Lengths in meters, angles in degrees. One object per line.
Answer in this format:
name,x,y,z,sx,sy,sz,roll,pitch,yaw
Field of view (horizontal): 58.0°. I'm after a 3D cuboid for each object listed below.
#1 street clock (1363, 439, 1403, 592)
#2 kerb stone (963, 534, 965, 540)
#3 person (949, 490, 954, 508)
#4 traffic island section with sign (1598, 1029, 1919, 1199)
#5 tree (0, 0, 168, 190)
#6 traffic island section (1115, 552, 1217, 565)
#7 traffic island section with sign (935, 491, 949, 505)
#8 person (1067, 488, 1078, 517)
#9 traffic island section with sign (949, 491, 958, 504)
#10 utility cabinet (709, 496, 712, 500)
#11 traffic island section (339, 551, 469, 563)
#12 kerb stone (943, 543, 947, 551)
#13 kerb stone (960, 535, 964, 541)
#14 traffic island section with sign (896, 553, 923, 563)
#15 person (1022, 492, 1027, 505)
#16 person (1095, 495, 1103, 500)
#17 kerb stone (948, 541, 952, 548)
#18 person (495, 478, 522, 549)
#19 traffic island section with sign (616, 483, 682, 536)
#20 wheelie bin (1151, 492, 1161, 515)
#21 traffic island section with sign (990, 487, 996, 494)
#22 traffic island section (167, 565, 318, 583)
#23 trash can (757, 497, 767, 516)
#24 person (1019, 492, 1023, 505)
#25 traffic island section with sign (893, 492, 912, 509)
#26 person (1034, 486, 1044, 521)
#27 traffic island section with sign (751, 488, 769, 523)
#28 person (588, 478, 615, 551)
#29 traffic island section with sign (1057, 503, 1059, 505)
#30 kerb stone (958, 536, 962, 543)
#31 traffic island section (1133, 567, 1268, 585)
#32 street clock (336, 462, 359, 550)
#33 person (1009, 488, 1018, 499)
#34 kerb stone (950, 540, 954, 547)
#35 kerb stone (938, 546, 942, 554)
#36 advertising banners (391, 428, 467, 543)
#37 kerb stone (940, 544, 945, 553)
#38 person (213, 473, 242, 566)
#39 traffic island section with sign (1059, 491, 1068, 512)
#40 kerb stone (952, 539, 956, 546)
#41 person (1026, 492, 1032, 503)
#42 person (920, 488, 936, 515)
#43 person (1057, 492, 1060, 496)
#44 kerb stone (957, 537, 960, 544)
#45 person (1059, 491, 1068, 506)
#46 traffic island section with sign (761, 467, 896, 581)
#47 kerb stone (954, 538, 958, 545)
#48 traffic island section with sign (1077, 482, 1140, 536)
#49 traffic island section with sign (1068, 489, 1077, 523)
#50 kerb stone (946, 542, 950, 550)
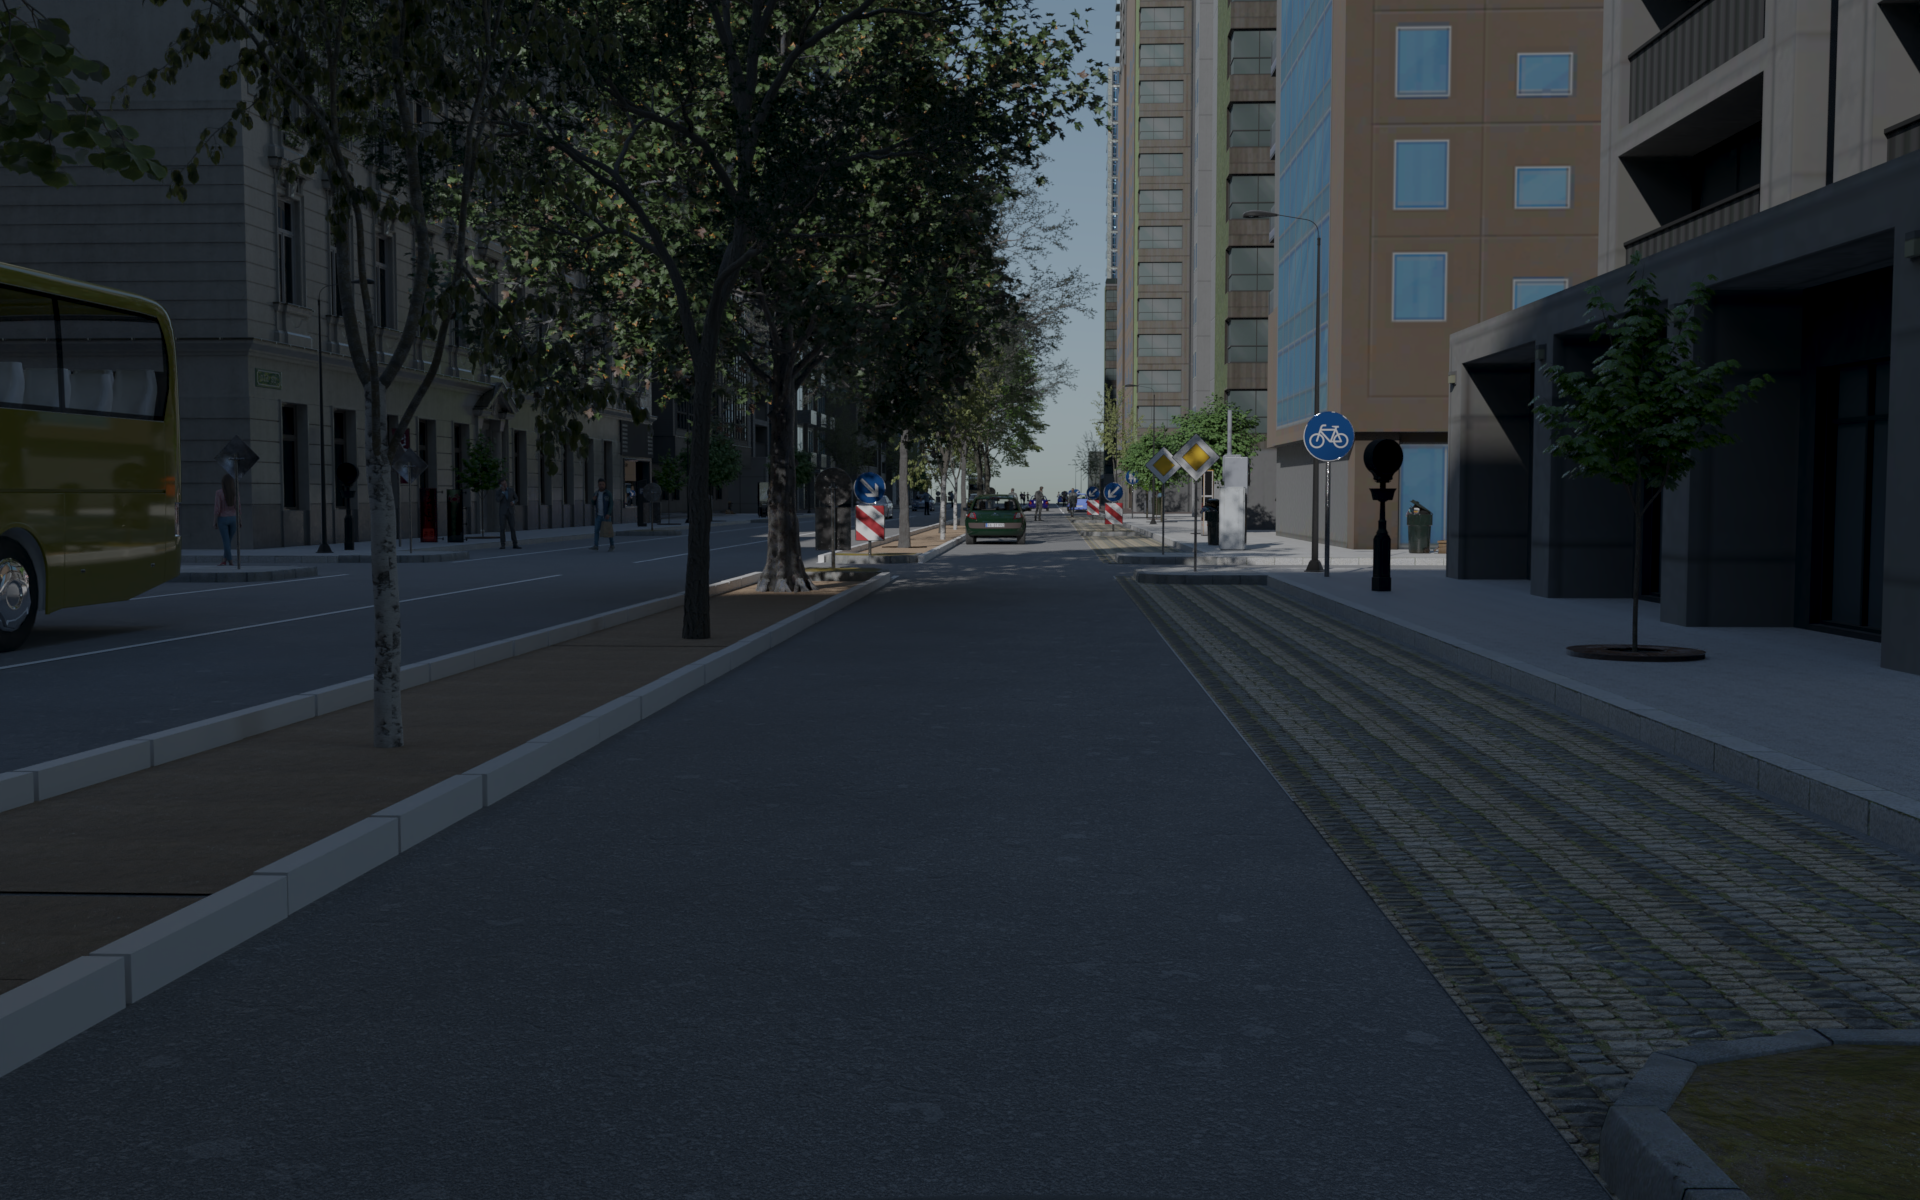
street clock,5.568,-1.117,22.828,0.471,2.002,0.358,-1,4,-18
kerb stone,-0.011,-1.821,51.983,0.120,0.150,1.000,0,4,3
person,-0.857,-10.648,182.585,0.705,1.826,1.348,1,4,20
traffic island section with sign,2.308,0.338,3.097,1.989,1.847,2.006,0,4,3
tree,-3.498,-5.046,3.093,7.486,12.596,7.792,0,3,0
traffic island section,4.318,-0.879,36.659,2.009,0.180,2.903,0,4,3
traffic island section with sign,-2.722,-12.878,219.185,1.989,1.847,2.006,0,4,3
person,7.015,-6.106,108.433,0.694,1.812,0.767,1,4,20
traffic island section with sign,-1.361,-14.525,246.106,1.989,1.847,2.006,0,4,3
utility cabinet,-12.803,-4.568,85.848,1.020,1.237,0.306,-2,4,-29
traffic island section,-11.902,-0.930,37.481,2.009,0.180,2.903,0,4,3
kerb stone,-0.468,-1.258,42.768,0.120,0.150,1.000,0,4,3
kerb stone,-0.054,-1.752,50.957,0.120,0.150,1.000,0,4,3
traffic island section with sign,-1.837,-1.743,36.629,2.006,1.907,1.989,0,4,3
person,8.264,-12.944,220.841,0.721,1.736,1.217,3,5,44
person,15.143,-11.190,191.468,1.348,1.823,0.705,0,4,6
kerb stone,-0.367,-1.383,44.814,0.120,0.150,1.000,0,4,3
person,-11.773,-2.254,45.151,0.655,1.846,0.447,-2,4,-28
traffic island section with sign,-10.760,-3.152,60.159,1.989,1.847,2.006,0,4,3
wheelie bin,12.019,-5.938,104.992,0.980,1.594,0.693,3,5,42
traffic island section with sign,1.948,-6.333,111.673,2.006,1.907,1.989,0,4,3
traffic island section,-12.305,-0.442,29.506,2.009,0.180,2.903,0,4,3
trash can,-11.285,-5.358,99.249,0.748,1.137,0.748,0,3,0
person,8.174,-13.412,228.230,0.683,1.767,0.568,0,4,2
traffic island section with sign,-5.492,-9.523,164.335,1.989,1.847,2.006,0,4,3
person,4.229,-5.126,92.114,0.447,1.846,0.655,-3,5,-43
traffic island section with sign,-9.396,-4.798,87.080,1.989,1.847,2.006,0,4,3
person,-8.822,-2.106,42.924,0.794,1.824,0.713,3,4,36
traffic island section with sign,10.414,-9.474,163.525,1.989,1.847,2.006,0,4,3
kerb stone,-0.109,-1.695,49.929,0.120,0.150,1.000,0,4,3
traffic island section,3.915,-0.392,28.684,2.009,0.180,2.903,0,4,3
street clock,-13.985,-2.143,39.603,0.471,2.002,0.358,0,4,-8
person,2.975,-5.533,99.369,0.661,1.777,0.834,-2,4,-28
kerb stone,-0.317,-1.444,45.835,0.120,0.150,1.000,0,4,3
kerb stone,-0.581,-1.132,40.708,0.120,0.150,1.000,0,4,3
advertising banners,-14.044,-3.035,45.808,2.074,3.025,0.090,1,4,10
kerb stone,-0.520,-1.195,41.737,0.120,0.150,1.000,0,4,3
person,-13.841,-1.484,32.770,0.388,1.821,0.555,2,4,33
traffic island section with sign,9.046,-7.827,136.604,1.989,1.847,2.006,0,4,3
kerb stone,-0.270,-1.508,46.859,0.120,0.150,1.000,0,4,3
person,9.463,-14.199,241.371,1.217,1.743,0.721,0,4,-2
person,-2.216,-6.642,117.083,1.348,1.826,0.705,-3,5,-40
person,15.130,-15.668,264.669,0.705,1.824,1.348,-1,4,-20
kerb stone,-0.164,-1.633,48.900,0.120,0.150,1.000,0,4,3
person,12.081,-11.775,201.036,1.348,1.823,0.705,3,5,39
traffic island section with sign,-2.221,-1.290,29.232,2.006,1.907,1.989,0,4,3
kerb stone,-0.207,-1.570,47.879,0.120,0.150,1.000,0,4,3
traffic island section with sign,5.144,-3.114,59.546,1.989,1.847,2.006,0,4,3
traffic island section with sign,6.511,-4.761,86.467,1.989,1.847,2.006,0,4,3
kerb stone,-0.417,-1.319,43.788,0.120,0.150,1.000,0,4,3
